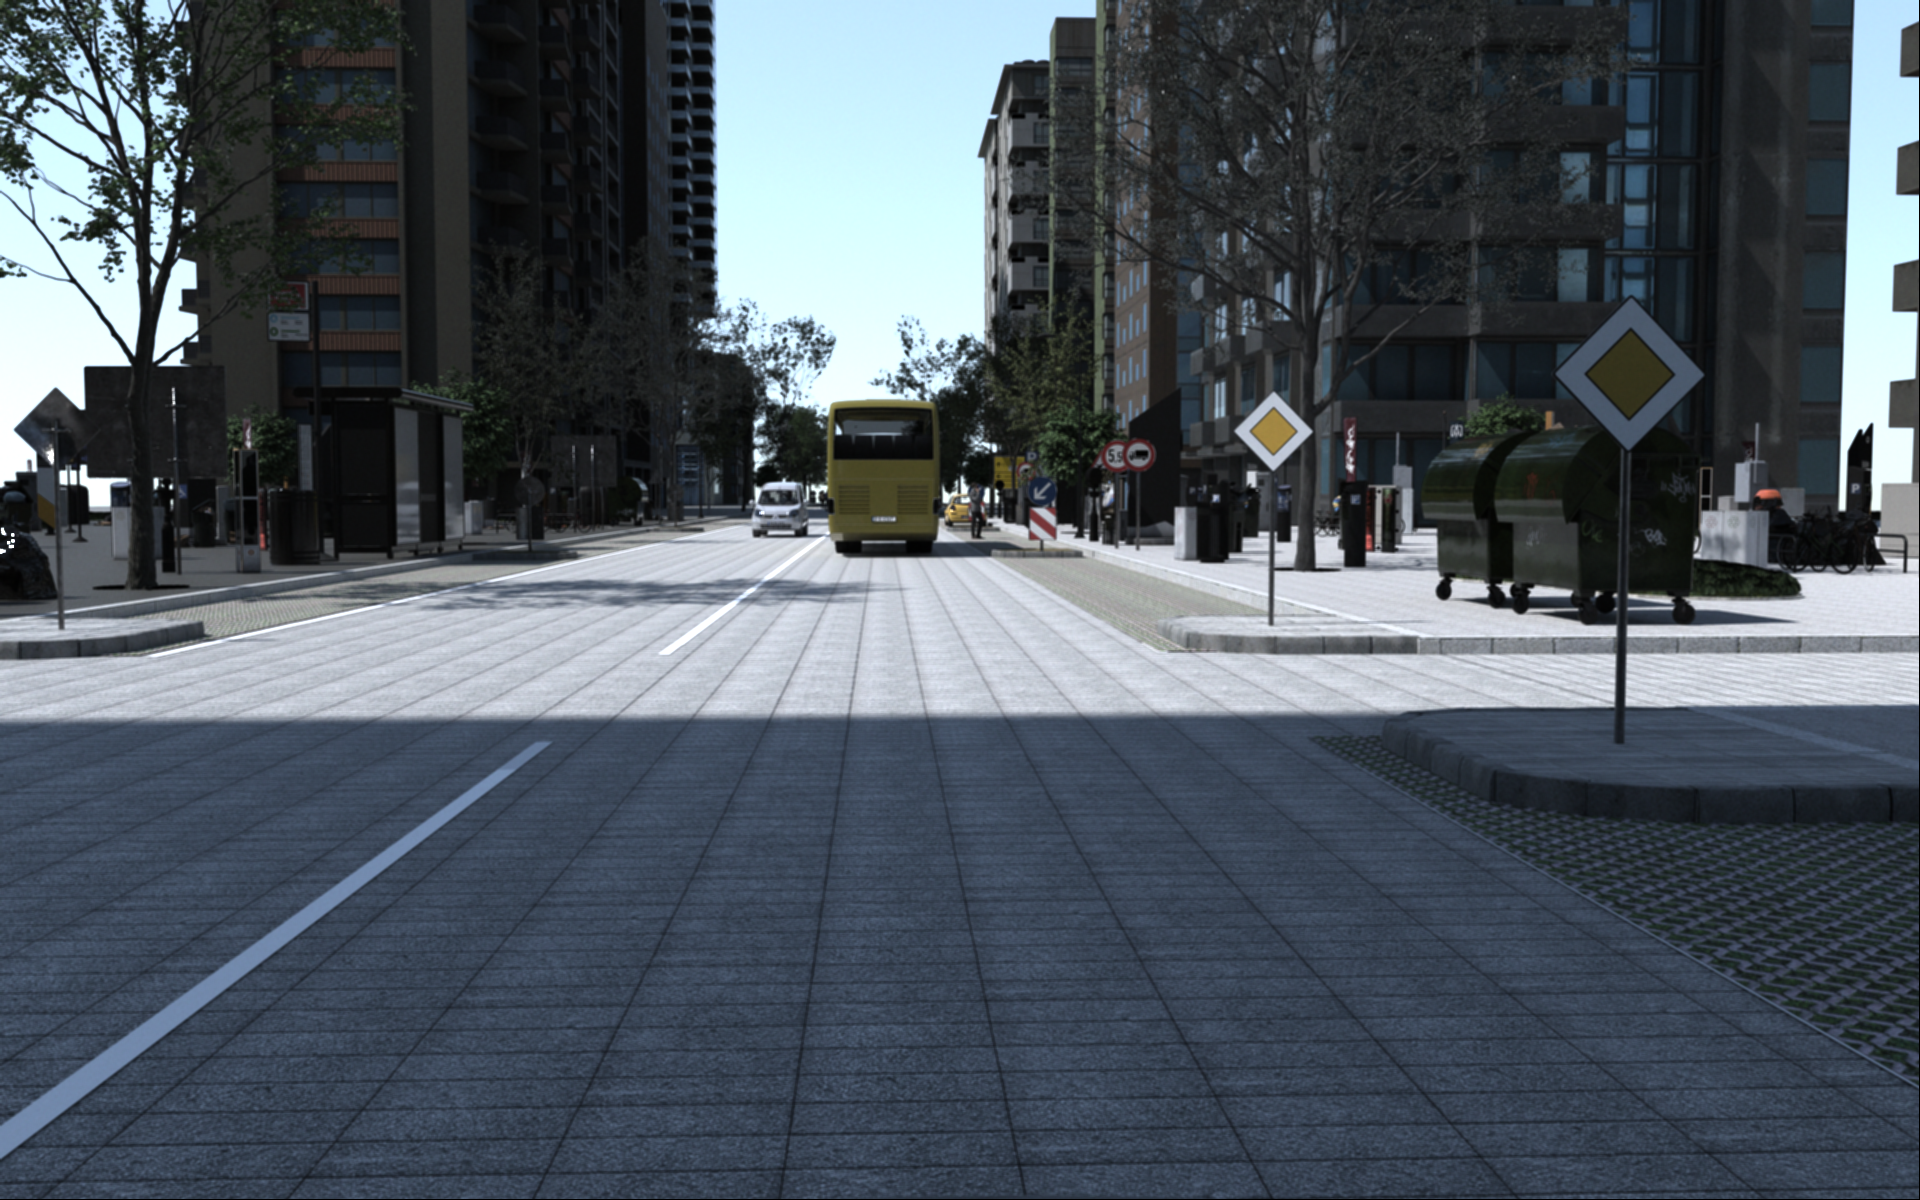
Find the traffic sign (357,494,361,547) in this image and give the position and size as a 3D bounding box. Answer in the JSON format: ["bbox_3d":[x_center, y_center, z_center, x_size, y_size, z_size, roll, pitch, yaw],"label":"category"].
[{"bbox_3d":[-14.116,-2.479,40.635,0.768,2.556,0.104,0,4,1],"label":"traffic sign"}]

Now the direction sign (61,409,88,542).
[{"bbox_3d":[-23.677,-3.333,46.498,0.876,3.537,0.379,1,4,16],"label":"direction sign"}]

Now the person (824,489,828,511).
[{"bbox_3d":[-10.933,-8.308,144.200,0.599,1.838,0.709,-3,5,-43],"label":"person"}]

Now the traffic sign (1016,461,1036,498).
[{"bbox_3d":[2.585,-4.136,67.729,0.768,2.556,0.104,0,4,3],"label":"traffic sign"}]

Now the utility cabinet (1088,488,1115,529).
[{"bbox_3d":[5.095,-3.266,62.085,0.318,1.500,1.173,-2,4,-35],"label":"utility cabinet"}]

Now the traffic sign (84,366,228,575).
[{"bbox_3d":[-12.763,-2.058,27.515,2.265,3.308,0.079,0,4,1],"label":"traffic sign"}]

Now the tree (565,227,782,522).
[{"bbox_3d":[-13.585,-10.419,80.717,12.009,13.543,11.850,0,3,0],"label":"tree"}]

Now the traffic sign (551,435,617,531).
[{"bbox_3d":[-12.964,-4.025,59.677,2.265,3.308,0.079,0,4,2],"label":"traffic sign"}]

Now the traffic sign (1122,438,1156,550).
[{"bbox_3d":[4.049,-2.400,39.349,0.768,2.556,0.104,0,4,-2],"label":"traffic sign"}]

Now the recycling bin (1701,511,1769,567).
[{"bbox_3d":[11.697,-0.832,26.157,0.722,1.027,0.722,-3,5,-39],"label":"recycling bin"}]

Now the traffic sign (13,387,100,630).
[{"bbox_3d":[-8.502,-0.776,16.332,0.795,2.450,0.064,0,4,-3],"label":"traffic sign"}]

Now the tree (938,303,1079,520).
[{"bbox_3d":[2.427,-9.234,85.389,8.767,10.594,7.601,2,4,35],"label":"tree"}]

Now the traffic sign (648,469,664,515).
[{"bbox_3d":[-15.757,-5.490,89.771,0.884,2.594,0.081,0,4,5],"label":"traffic sign"}]

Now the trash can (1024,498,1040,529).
[{"bbox_3d":[2.719,-3.229,64.451,0.748,1.137,0.748,0,3,0],"label":"trash can"}]

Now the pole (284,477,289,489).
[{"bbox_3d":[-32.080,-5.422,82.486,0.158,3.312,0.155,0,3,0],"label":"pole"}]

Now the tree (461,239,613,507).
[{"bbox_3d":[-12.511,-6.104,50.156,4.360,8.622,3.978,0,3,0],"label":"tree"}]

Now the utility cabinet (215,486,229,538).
[{"bbox_3d":[-20.010,-2.336,46.877,0.318,1.500,1.173,-2,4,-29],"label":"utility cabinet"}]

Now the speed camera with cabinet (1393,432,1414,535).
[{"bbox_3d":[14.082,-3.706,54.934,0.660,3.252,2.038,1,4,13],"label":"speed camera with cabinet"}]

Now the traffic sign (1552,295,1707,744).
[{"bbox_3d":[3.391,-0.319,8.853,0.795,2.450,0.064,0,4,-3],"label":"traffic sign"}]

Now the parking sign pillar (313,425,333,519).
[{"bbox_3d":[-24.706,-4.786,66.718,1.447,3.967,1.447,1,4,9],"label":"parking sign pillar"}]

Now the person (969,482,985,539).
[{"bbox_3d":[0.537,-2.834,55.017,0.473,1.802,0.592,3,5,39],"label":"person"}]

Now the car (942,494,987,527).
[{"bbox_3d":[0.235,-4.069,76.757,2.015,1.641,3.980,0,4,-3],"label":"car"}]

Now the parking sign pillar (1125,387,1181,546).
[{"bbox_3d":[4.902,-3.381,43.758,1.447,3.967,1.447,0,4,1],"label":"parking sign pillar"}]

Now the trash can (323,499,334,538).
[{"bbox_3d":[-18.422,-2.376,50.505,0.748,1.137,0.748,0,3,0],"label":"trash can"}]

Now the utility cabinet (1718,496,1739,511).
[{"bbox_3d":[24.748,-2.732,55.834,0.306,1.237,1.020,0,4,3],"label":"utility cabinet"}]

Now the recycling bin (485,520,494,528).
[{"bbox_3d":[-18.312,-3.280,66.182,0.722,1.027,0.722,3,4,38],"label":"recycling bin"}]

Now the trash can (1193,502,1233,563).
[{"bbox_3d":[4.728,-1.269,32.404,0.748,1.137,0.748,0,3,0],"label":"trash can"}]

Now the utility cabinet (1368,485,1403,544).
[{"bbox_3d":[10.663,-2.163,44.049,0.318,1.500,1.173,-3,5,-43],"label":"utility cabinet"}]

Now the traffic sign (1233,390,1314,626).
[{"bbox_3d":[3.031,-0.807,16.830,0.795,2.450,0.064,0,4,-3],"label":"traffic sign"}]

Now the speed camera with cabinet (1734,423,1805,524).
[{"bbox_3d":[22.797,-3.328,48.742,2.038,3.252,0.660,-1,4,-21],"label":"speed camera with cabinet"}]

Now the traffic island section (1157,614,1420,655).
[{"bbox_3d":[3.054,0.329,16.908,2.009,0.180,2.903,0,4,-3],"label":"traffic island section"}]

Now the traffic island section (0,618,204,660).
[{"bbox_3d":[-8.525,0.360,16.393,2.009,0.180,2.903,0,4,-3],"label":"traffic island section"}]

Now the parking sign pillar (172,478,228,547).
[{"bbox_3d":[-18.984,-3.330,42.923,1.447,3.967,1.447,0,4,6],"label":"parking sign pillar"}]

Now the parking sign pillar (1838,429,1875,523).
[{"bbox_3d":[37.526,-5.134,72.420,1.447,3.967,1.447,1,4,9],"label":"parking sign pillar"}]

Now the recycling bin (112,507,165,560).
[{"bbox_3d":[-16.137,-1.314,34.045,0.722,1.027,0.722,0,4,3],"label":"recycling bin"}]

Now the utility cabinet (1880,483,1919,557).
[{"bbox_3d":[19.105,-1.589,34.654,1.173,1.500,0.318,3,5,40],"label":"utility cabinet"}]

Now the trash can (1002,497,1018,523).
[{"bbox_3d":[2.215,-3.939,76.057,0.748,1.137,0.748,0,3,0],"label":"trash can"}]

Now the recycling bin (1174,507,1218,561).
[{"bbox_3d":[4.600,-1.291,33.663,0.722,1.027,0.722,0,4,-8],"label":"recycling bin"}]

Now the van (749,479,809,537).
[{"bbox_3d":[-6.090,-3.168,58.800,2.013,2.044,4.112,0,4,-1],"label":"van"}]

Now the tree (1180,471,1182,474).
[{"bbox_3d":[9.076,-5.018,76.645,1.663,3.219,1.824,0,3,0],"label":"tree"}]

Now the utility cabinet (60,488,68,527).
[{"bbox_3d":[-35.326,-3.583,67.258,1.173,1.500,0.318,-1,4,-21],"label":"utility cabinet"}]

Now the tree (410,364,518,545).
[{"bbox_3d":[-12.750,-3.689,44.022,4.285,4.588,4.351,0,3,0],"label":"tree"}]

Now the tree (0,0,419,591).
[{"bbox_3d":[-10.908,-5.950,23.041,9.928,11.665,9.643,0,3,0],"label":"tree"}]

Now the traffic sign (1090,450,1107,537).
[{"bbox_3d":[4.181,-3.153,51.556,0.884,2.594,0.081,0,4,0],"label":"traffic sign"}]

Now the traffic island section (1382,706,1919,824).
[{"bbox_3d":[3.414,0.816,8.931,2.009,0.180,2.903,0,4,-3],"label":"traffic island section"}]

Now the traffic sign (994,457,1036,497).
[{"bbox_3d":[2.922,-6.029,92.448,2.265,3.308,0.079,0,3,0],"label":"traffic sign"}]

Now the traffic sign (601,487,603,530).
[{"bbox_3d":[-12.814,-3.665,62.045,0.606,2.300,0.079,0,4,5],"label":"traffic sign"}]

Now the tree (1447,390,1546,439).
[{"bbox_3d":[17.239,-4.367,55.114,4.285,4.588,4.351,0,3,0],"label":"tree"}]

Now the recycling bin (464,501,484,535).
[{"bbox_3d":[-15.532,-2.569,54.559,0.722,1.027,0.722,1,4,9],"label":"recycling bin"}]

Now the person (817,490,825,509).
[{"bbox_3d":[-13.243,-9.739,167.742,1.348,1.823,0.705,2,4,23],"label":"person"}]

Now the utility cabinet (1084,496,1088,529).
[{"bbox_3d":[4.558,-3.208,63.617,0.306,1.237,1.020,0,4,4],"label":"utility cabinet"}]

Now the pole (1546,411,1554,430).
[{"bbox_3d":[14.524,-2.989,42.721,0.158,3.312,0.155,0,3,0],"label":"pole"}]

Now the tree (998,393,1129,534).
[{"bbox_3d":[3.995,-4.454,56.534,4.285,4.588,4.351,0,3,0],"label":"tree"}]

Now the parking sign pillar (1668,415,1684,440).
[{"bbox_3d":[24.141,-4.302,58.814,1.447,3.967,1.447,0,4,5],"label":"parking sign pillar"}]

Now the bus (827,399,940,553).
[{"bbox_3d":[-1.979,-3.265,44.933,2.896,3.916,12.252,0,4,-2],"label":"bus"}]

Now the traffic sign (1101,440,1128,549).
[{"bbox_3d":[3.698,-2.486,40.759,0.768,2.556,0.104,0,4,6],"label":"traffic sign"}]
